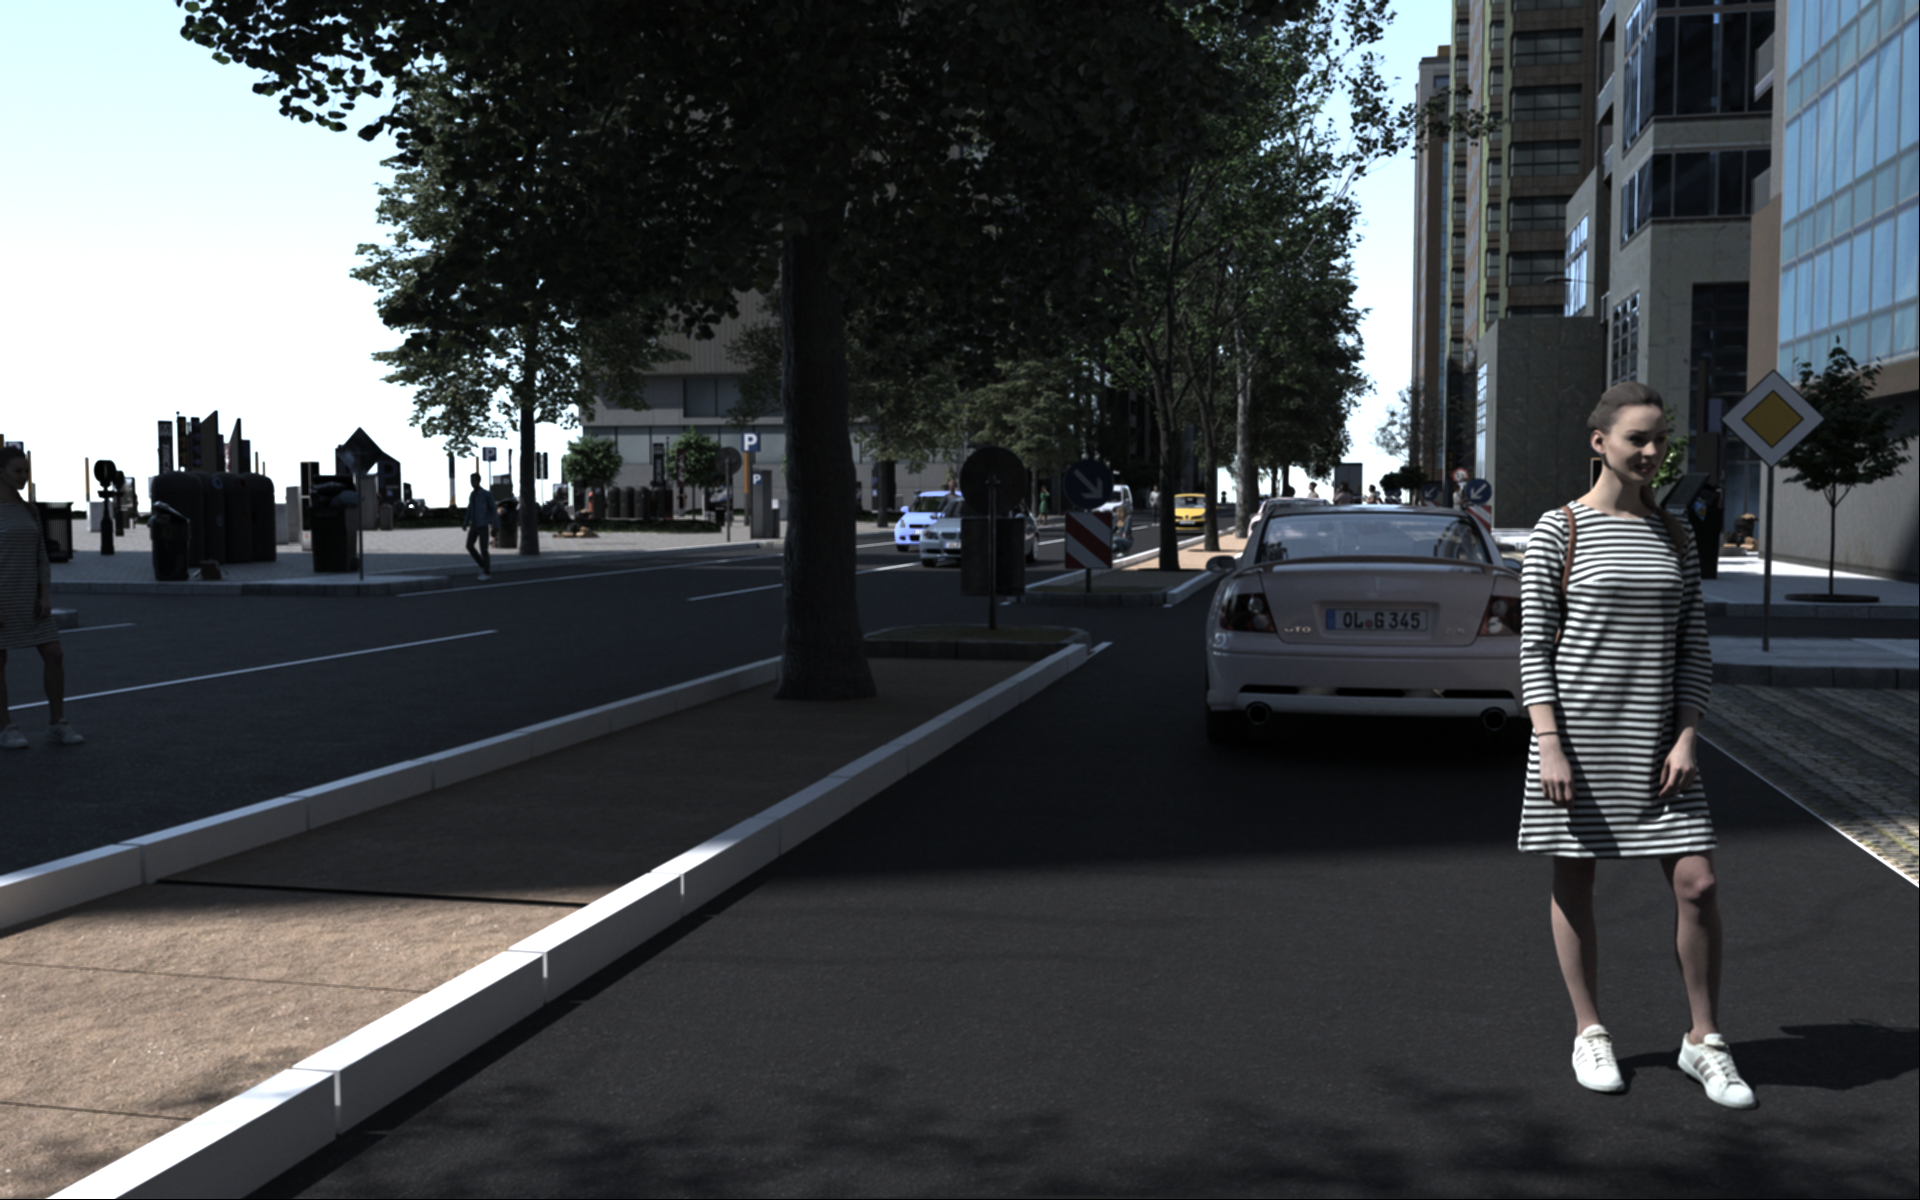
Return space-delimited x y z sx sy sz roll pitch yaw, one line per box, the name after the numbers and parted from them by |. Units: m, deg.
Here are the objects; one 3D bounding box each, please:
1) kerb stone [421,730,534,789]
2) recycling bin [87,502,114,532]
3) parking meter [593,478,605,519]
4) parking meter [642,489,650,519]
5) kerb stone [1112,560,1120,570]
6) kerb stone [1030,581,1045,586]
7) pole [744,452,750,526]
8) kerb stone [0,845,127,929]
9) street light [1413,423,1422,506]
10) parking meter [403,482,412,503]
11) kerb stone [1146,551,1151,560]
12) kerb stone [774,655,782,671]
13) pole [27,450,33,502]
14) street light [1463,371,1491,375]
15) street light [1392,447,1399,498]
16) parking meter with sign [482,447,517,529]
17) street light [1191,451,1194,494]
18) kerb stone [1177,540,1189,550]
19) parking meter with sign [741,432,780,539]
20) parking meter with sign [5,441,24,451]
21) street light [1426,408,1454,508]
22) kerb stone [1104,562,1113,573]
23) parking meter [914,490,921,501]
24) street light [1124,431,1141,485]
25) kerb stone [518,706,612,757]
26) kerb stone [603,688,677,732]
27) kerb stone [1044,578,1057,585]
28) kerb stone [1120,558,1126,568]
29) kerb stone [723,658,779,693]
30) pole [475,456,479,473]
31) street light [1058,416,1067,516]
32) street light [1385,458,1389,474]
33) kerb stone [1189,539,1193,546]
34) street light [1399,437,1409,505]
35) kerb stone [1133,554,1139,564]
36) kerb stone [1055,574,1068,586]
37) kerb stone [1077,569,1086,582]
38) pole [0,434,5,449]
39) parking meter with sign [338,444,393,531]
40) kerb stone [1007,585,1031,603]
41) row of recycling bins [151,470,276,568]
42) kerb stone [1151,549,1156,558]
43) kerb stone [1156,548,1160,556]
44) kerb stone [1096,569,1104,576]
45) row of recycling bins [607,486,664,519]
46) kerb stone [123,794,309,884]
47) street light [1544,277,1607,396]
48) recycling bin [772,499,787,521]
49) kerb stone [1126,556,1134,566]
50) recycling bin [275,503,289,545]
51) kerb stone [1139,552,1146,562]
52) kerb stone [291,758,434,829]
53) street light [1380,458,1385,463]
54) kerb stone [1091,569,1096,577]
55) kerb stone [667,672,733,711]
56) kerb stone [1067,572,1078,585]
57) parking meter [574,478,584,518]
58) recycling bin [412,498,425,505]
-2.476 0.819 8.842 0.120 0.150 1.000 1 4 13 | kerb stone
-29.023 -2.808 58.459 0.722 1.027 0.722 -2 4 -34 | recycling bin
-13.249 -3.540 63.591 0.399 1.863 0.255 0 4 2 | parking meter
-15.709 -4.790 86.719 0.372 1.533 0.369 0 3 0 | parking meter
2.815 -0.623 32.375 0.120 0.150 1.000 1 4 13 | kerb stone
1.015 -0.133 24.366 0.120 0.150 1.000 1 4 13 | kerb stone
-8.612 -4.654 69.941 0.158 3.312 0.155 0 3 0 | pole
-3.156 1.000 5.842 0.120 0.150 1.000 1 4 13 | kerb stone
30.295 -8.586 112.924 1.470 5.913 1.316 1 4 13 | street light
-26.416 -4.719 82.864 0.399 1.863 0.255 -1 4 -12 | parking meter
3.950 -0.928 37.375 0.120 0.150 1.000 1 4 13 | kerb stone
-1.352 0.514 13.834 0.120 0.150 1.000 1 4 13 | kerb stone
-43.277 -5.306 80.599 0.158 3.312 0.155 0 3 0 | pole
19.691 -5.680 65.408 1.470 5.913 1.316 1 4 13 | street light
43.081 -12.028 169.203 1.470 5.913 1.316 1 4 13 | street light
-16.727 -4.091 63.151 0.543 3.016 1.738 -3 5 -43 | parking meter with sign
24.946 -12.851 182.650 1.470 5.913 1.316 1 4 13 | street light
5.970 -1.479 46.376 0.120 0.150 1.000 1 4 13 | kerb stone
-5.694 -3.278 49.862 0.543 3.016 1.738 1 4 16 | parking meter with sign
-30.942 -3.662 56.129 0.543 3.016 1.738 0 4 -7 | parking meter with sign
26.076 -7.412 93.719 1.470 5.913 1.316 1 4 13 | street light
2.595 -0.555 31.371 0.120 0.150 1.000 1 4 13 | kerb stone
-2.460 -5.592 99.843 0.372 1.533 0.369 0 3 0 | parking meter
12.756 -9.546 128.611 1.470 5.913 1.316 1 4 13 | street light
-2.258 0.756 9.841 0.120 0.150 1.000 1 4 13 | kerb stone
-2.031 0.695 10.838 0.120 0.150 1.000 1 4 13 | kerb stone
1.240 -0.192 25.366 0.120 0.150 1.000 1 4 13 | kerb stone
3.036 -0.682 33.376 0.120 0.150 1.000 1 4 13 | kerb stone
-1.581 0.572 12.838 0.120 0.150 1.000 1 4 13 | kerb stone
-25.901 -6.066 93.016 0.158 3.312 0.155 0 3 0 | pole
6.387 -7.834 100.627 1.470 5.913 1.316 1 4 13 | street light
48.419 -13.486 193.032 1.470 5.913 1.316 1 4 13 | street light
6.199 -1.535 47.374 0.120 0.150 1.000 1 4 13 | kerb stone
36.717 -10.297 140.897 1.470 5.913 1.316 1 4 13 | street light
3.495 -0.801 35.382 0.120 0.150 1.000 1 4 13 | kerb stone
1.468 -0.255 26.370 0.120 0.150 1.000 1 4 13 | kerb stone
1.923 -0.377 28.367 0.120 0.150 1.000 1 4 13 | kerb stone
-32.253 -3.948 58.392 0.158 3.312 0.155 0 3 0 | pole
-20.828 -3.944 60.740 1.738 3.016 0.543 0 4 -3 | parking meter with sign
0.788 -0.066 23.358 0.120 0.150 1.000 1 4 13 | kerb stone
-13.649 -1.502 31.671 1.069 1.692 3.534 0 4 4 | row of recycling bins
4.166 -0.987 38.379 0.120 0.150 1.000 1 4 13 | kerb stone
4.394 -1.050 39.375 0.120 0.150 1.000 1 4 13 | kerb stone
2.358 -0.500 30.364 0.120 0.150 1.000 1 4 13 | kerb stone
-17.005 -5.131 91.002 3.534 1.692 1.069 1 4 21 | row of recycling bins
-2.928 0.939 6.841 0.120 0.150 1.000 1 4 13 | kerb stone
13.194 -3.949 37.106 1.470 5.913 1.316 1 4 13 | street light
-8.685 -4.316 83.116 0.722 1.027 0.722 3 5 42 | recycling bin
3.275 -0.741 34.384 0.120 0.150 1.000 1 4 13 | kerb stone
-17.447 -1.913 43.838 0.722 1.027 0.722 -2 4 -31 | recycling bin
3.727 -0.867 36.377 0.120 0.150 1.000 1 4 13 | kerb stone
-2.707 0.878 7.843 0.120 0.150 1.000 1 4 13 | kerb stone
54.785 -15.235 221.628 1.470 5.913 1.316 1 4 13 | street light
2.138 -0.439 29.366 0.120 0.150 1.000 1 4 13 | kerb stone
-1.801 0.633 11.839 0.120 0.150 1.000 1 4 13 | kerb stone
1.687 -0.316 27.369 0.120 0.150 1.000 1 4 13 | kerb stone
-13.392 -3.375 60.896 0.255 1.863 0.399 0 4 6 | parking meter
-31.918 -5.459 101.815 0.722 1.027 0.722 0 4 6 | recycling bin
